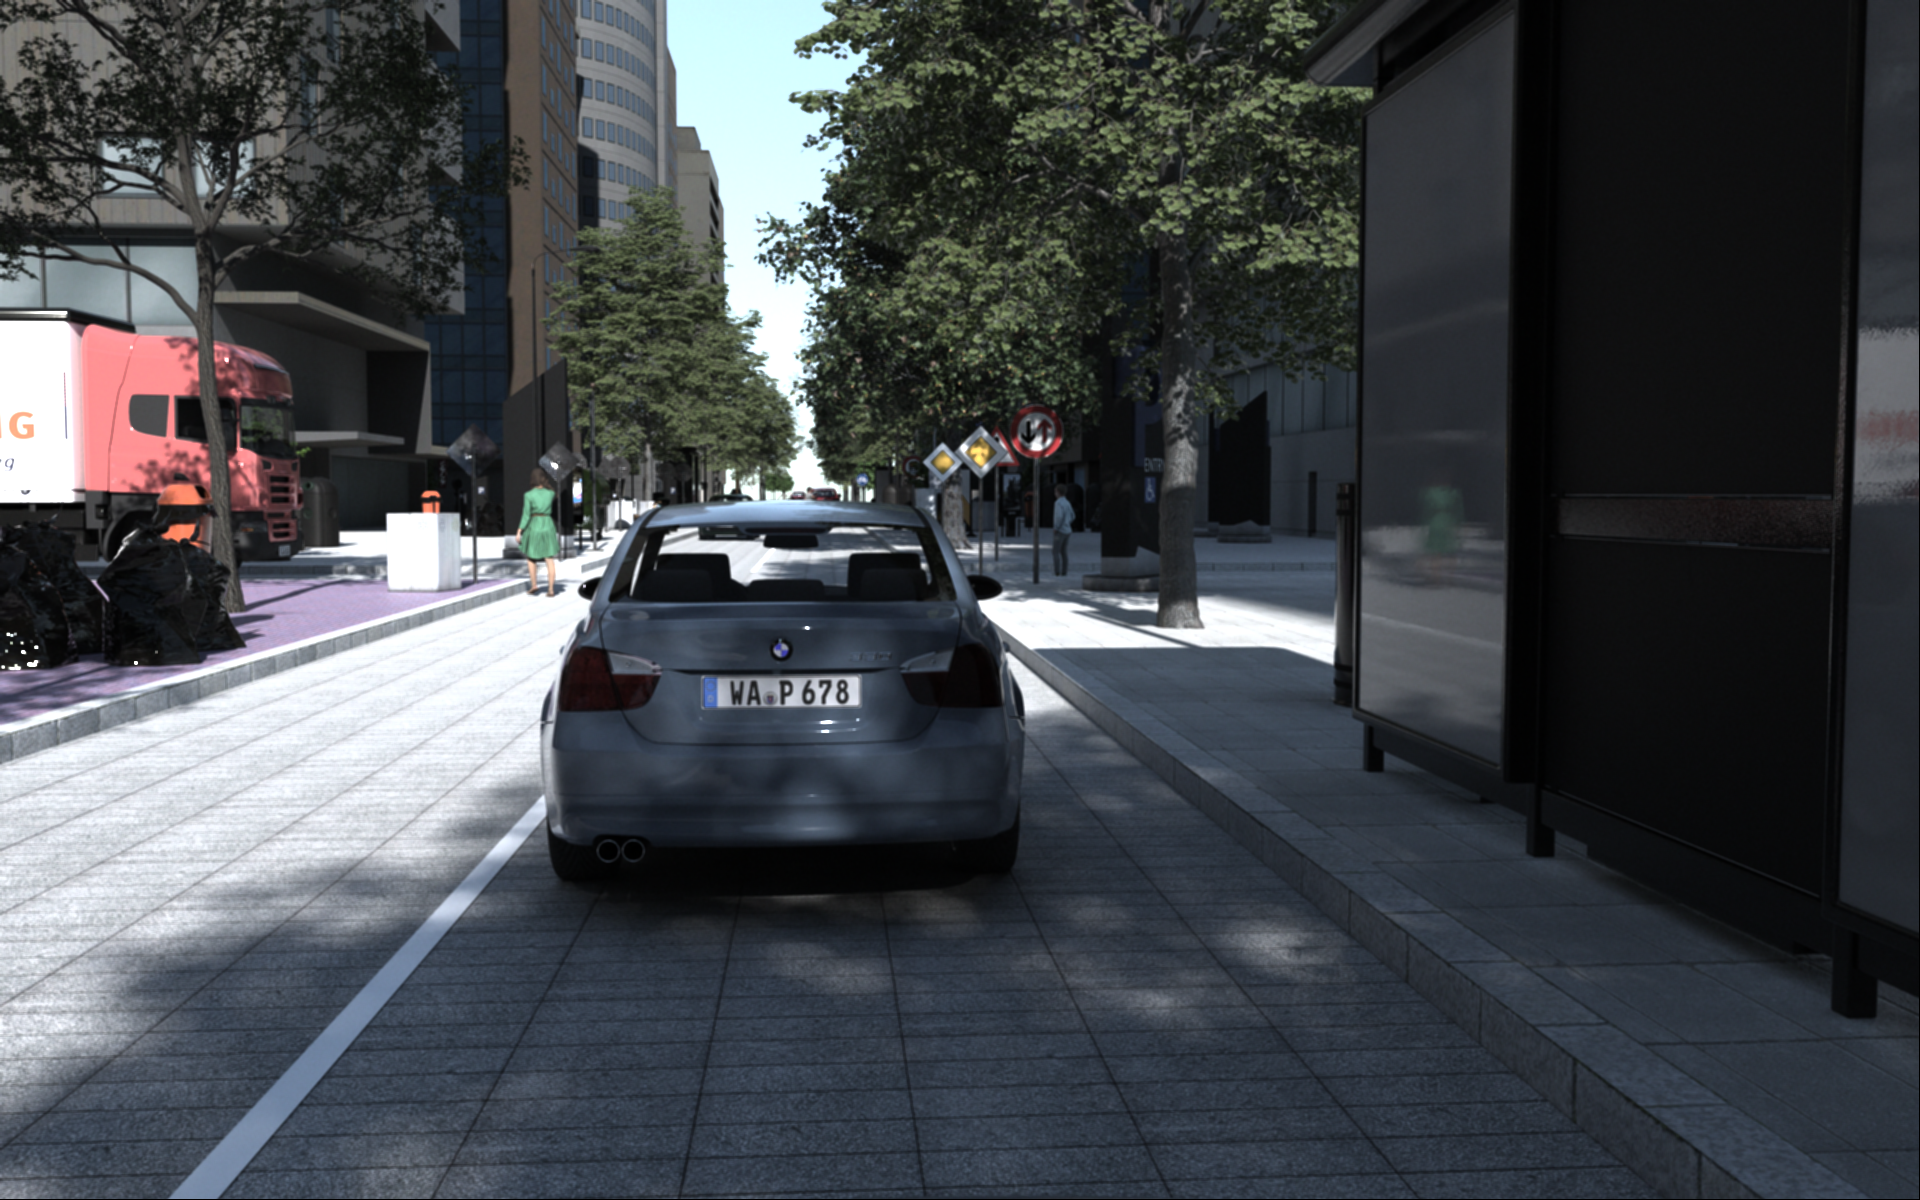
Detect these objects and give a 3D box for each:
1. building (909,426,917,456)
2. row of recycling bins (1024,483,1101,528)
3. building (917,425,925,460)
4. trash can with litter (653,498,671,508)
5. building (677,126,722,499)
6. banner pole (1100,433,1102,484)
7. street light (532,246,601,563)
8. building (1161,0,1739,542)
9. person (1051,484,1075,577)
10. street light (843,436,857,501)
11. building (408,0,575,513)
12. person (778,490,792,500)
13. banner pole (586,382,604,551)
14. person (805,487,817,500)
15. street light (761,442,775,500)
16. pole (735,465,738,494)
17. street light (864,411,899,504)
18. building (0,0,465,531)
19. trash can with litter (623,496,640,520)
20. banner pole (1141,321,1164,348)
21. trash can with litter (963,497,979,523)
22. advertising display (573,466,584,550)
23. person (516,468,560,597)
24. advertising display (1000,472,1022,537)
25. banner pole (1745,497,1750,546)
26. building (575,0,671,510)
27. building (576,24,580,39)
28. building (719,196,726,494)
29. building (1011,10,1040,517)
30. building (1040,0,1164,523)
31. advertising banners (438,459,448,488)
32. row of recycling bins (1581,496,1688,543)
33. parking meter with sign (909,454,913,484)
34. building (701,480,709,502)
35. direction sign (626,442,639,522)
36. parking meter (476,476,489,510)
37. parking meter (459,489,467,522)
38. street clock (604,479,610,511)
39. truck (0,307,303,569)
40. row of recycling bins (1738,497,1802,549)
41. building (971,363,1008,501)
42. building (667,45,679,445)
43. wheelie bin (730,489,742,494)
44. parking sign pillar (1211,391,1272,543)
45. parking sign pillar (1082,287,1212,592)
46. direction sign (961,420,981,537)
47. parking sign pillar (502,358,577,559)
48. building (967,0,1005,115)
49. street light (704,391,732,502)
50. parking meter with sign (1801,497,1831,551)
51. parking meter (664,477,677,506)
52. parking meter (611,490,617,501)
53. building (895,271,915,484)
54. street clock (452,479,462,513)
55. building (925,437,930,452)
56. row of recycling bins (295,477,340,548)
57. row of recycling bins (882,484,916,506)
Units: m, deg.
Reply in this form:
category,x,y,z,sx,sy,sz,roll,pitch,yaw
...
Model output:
category,x,y,z,sx,sy,sz,roll,pitch,yaw
building,4.362,-37.409,231.252,23.786,49.044,30.456,0,4,-5
row of recycling bins,3.967,-3.581,65.657,3.534,1.692,1.069,2,4,35
building,1.700,-32.134,208.981,14.154,41.232,14.086,0,4,-5
trash can with litter,-9.554,-2.666,54.971,0.624,1.170,1.055,-2,4,-24
building,-43.341,-37.156,231.199,21.300,48.544,21.600,0,4,-5
banner pole,5.902,-4.994,71.676,0.401,3.779,0.863,1,4,22
street light,-7.416,-3.666,32.483,1.470,5.913,1.316,0,4,-5
building,22.062,-28.577,56.474,27.495,52.752,28.713,0,4,-5
person,1.690,-1.138,28.925,0.330,1.601,0.589,3,5,40
street light,-6.497,-8.281,107.928,1.470,5.913,1.316,0,4,-5
building,-29.636,-27.388,97.901,14.600,45.320,14.200,0,4,-5
person,-13.687,-7.697,135.126,1.217,1.735,0.721,1,4,15
banner pole,-8.211,-2.977,38.694,0.401,3.779,0.863,0,4,-4
person,-7.155,-4.589,83.895,0.716,1.782,0.532,2,4,28
street light,-17.145,-11.131,154.529,1.470,5.913,1.316,0,4,-5
pole,-12.853,-6.481,99.812,0.158,3.312,0.155,0,3,0
street light,-2.794,-5.491,62.314,1.470,5.913,1.316,0,4,-5
building,-32.861,-28.695,58.405,28.713,52.752,27.495,0,4,-5
trash can with litter,-16.043,-4.500,84.963,1.055,1.170,0.624,2,4,33
banner pole,2.723,-2.124,24.741,0.863,3.779,0.401,0,4,-4
trash can with litter,0.474,-4.032,77.314,1.055,1.170,0.624,-2,4,-33
advertising display,-9.140,-2.113,39.760,0.974,1.923,0.123,-2,4,-25
person,-5.877,-0.946,24.217,0.600,1.795,0.529,-3,5,-45
advertising display,1.523,-2.865,52.063,0.123,1.923,0.974,3,4,37
banner pole,15.960,-2.764,35.208,0.401,3.779,0.863,0,4,5
building,-35.981,-36.801,143.692,21.231,58.520,28.212,0,4,-5
building,-39.596,-26.004,117.053,32.217,40.220,23.993,0,4,-5
building,-41.155,-36.653,249.394,14.600,45.320,14.200,0,4,-5
building,9.629,-25.582,101.858,14.154,41.232,14.086,0,4,-5
building,11.465,-26.275,79.708,14.600,45.320,14.200,0,4,-5
advertising banners,-24.509,-5.117,79.855,2.074,3.025,0.090,1,4,13
row of recycling bins,6.504,-0.786,19.962,3.534,1.692,1.069,0,4,2
parking meter with sign,-1.496,-4.925,76.791,1.738,3.016,0.543,-2,4,-27
building,-46.988,-31.584,208.284,32.217,40.220,23.993,0,4,-5
direction sign,-13.170,-4.749,69.644,0.379,3.537,0.876,1,4,22
parking meter,-15.355,-3.057,55.689,0.399,1.863,0.255,0,4,5
parking meter,-22.934,-4.374,79.918,0.372,1.533,0.369,0,3,0
street clock,-16.990,-4.781,82.733,0.471,2.002,0.358,-2,4,-32
truck,-15.689,-2.340,27.167,11.283,4.237,2.839,0,4,-3
row of recycling bins,20.175,-2.055,40.714,3.534,1.692,1.069,0,3,0
building,12.023,-49.663,124.662,22.319,86.520,31.000,0,4,-5
building,-34.516,-31.545,165.870,14.600,45.320,14.200,0,4,-5
wheelie bin,-13.782,-6.044,106.732,0.980,1.594,0.693,2,4,30
parking sign pillar,7.526,-3.501,45.721,1.447,3.967,1.447,3,4,36
parking sign pillar,2.361,-2.122,23.167,1.447,3.967,1.447,2,4,30
direction sign,0.328,-3.653,51.723,0.876,3.537,0.379,-1,4,-19
parking sign pillar,-8.418,-2.819,34.565,1.447,3.967,1.447,0,4,6
building,9.551,-32.309,151.959,21.300,48.544,21.600,0,4,-5
street light,-10.962,-6.463,78.208,1.470,5.913,1.316,0,4,-5
parking meter with sign,17.492,-2.382,35.202,1.738,3.016,0.543,-3,5,-43
parking meter,-9.845,-3.259,58.997,0.255,1.863,0.399,3,5,41
parking meter,-20.179,-5.657,100.909,0.372,1.533,0.369,0,3,0
building,1.365,-38.760,257.422,21.300,48.544,21.600,0,4,-5
street clock,-23.988,-4.773,82.606,0.358,2.002,0.471,2,4,25
building,4.361,-29.727,169.636,14.154,41.232,14.086,0,4,-5
row of recycling bins,-16.467,-2.179,42.742,3.534,1.692,1.069,3,5,41
row of recycling bins,-1.575,-3.718,67.906,3.534,1.692,1.069,2,4,33
